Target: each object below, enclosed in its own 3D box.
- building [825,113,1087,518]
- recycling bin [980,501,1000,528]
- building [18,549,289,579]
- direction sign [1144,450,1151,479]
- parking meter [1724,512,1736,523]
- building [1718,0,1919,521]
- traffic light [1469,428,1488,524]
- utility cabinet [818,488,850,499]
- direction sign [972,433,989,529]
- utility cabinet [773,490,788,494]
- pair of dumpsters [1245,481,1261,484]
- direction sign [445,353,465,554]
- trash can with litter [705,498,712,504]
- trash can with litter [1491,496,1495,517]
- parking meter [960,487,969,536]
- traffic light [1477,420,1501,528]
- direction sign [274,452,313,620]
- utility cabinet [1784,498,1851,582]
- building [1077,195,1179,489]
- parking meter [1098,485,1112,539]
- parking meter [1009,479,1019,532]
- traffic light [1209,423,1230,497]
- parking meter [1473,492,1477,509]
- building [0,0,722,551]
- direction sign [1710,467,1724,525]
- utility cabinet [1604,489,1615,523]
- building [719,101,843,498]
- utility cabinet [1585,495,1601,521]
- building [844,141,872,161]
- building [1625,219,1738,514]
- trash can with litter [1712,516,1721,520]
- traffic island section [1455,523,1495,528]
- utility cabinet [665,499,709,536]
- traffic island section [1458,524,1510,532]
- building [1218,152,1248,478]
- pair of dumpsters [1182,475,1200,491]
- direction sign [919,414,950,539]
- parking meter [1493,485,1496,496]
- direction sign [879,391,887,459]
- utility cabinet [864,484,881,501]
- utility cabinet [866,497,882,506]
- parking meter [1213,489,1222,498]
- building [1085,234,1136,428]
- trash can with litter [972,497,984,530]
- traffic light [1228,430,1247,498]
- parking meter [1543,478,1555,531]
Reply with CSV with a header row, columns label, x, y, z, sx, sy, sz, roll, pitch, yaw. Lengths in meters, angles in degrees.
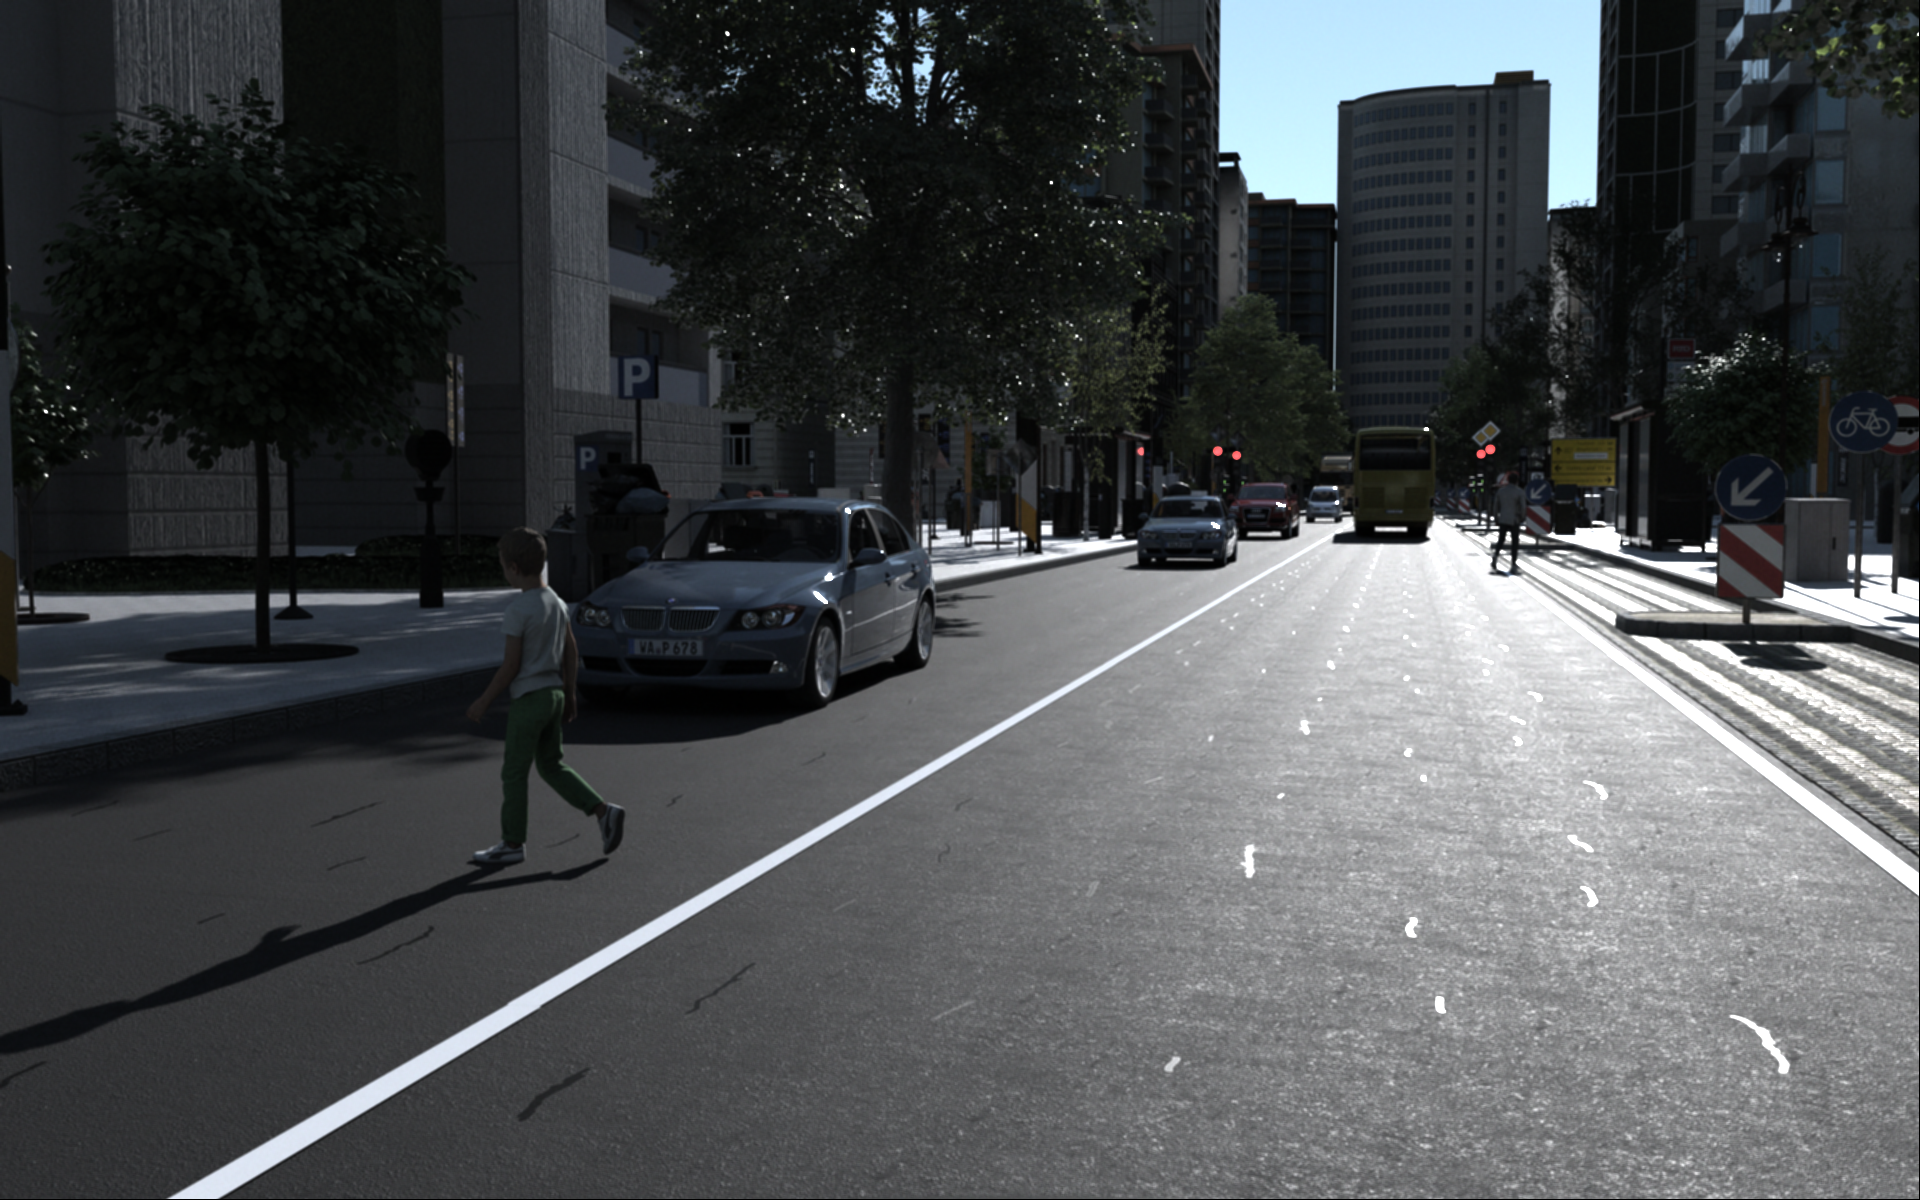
label,x,y,z,sx,sy,sz,roll,pitch,yaw
building,0.577,-16.187,100.821,11.583,22.565,21.152,1,4,14
recycling bin,1.068,-3.231,65.380,0.722,1.027,0.722,-1,4,-17
building,-25.188,-29.072,17.332,21.231,58.520,28.212,1,4,14
direction sign,9.469,-5.984,89.829,0.876,3.537,0.379,2,4,27
parking meter,26.278,-3.097,59.047,0.372,1.533,0.369,0,3,0
building,55.716,-28.698,88.828,30.456,49.044,23.786,1,4,14
traffic light,22.191,-5.199,73.917,0.839,4.253,0.868,1,4,14
utility cabinet,-4.714,-3.422,64.630,1.173,1.500,0.318,-2,4,-24
direction sign,0.665,-4.393,63.820,0.876,3.537,0.379,-1,4,-23
utility cabinet,-9.085,-4.789,86.976,0.318,1.500,1.173,2,4,30
pair of dumpsters,20.890,-7.389,123.302,1.574,2.255,4.437,1,4,14
direction sign,-8.213,-2.216,28.222,0.379,3.537,0.876,0,4,1
trash can with litter,-6.230,-2.084,45.456,1.055,1.170,0.624,0,4,6
trash can with litter,30.548,-5.365,99.102,0.624,1.170,1.055,1,4,20
parking meter,0.194,-2.744,53.268,0.372,1.533,0.369,0,3,0
traffic light,20.212,-4.725,66.180,0.839,4.253,0.868,1,4,14
direction sign,-6.872,-1.575,17.754,0.379,3.537,0.876,1,4,10
utility cabinet,12.650,-0.881,25.566,1.020,1.237,0.306,-1,4,-22
building,10.212,-18.827,137.501,12.332,23.373,15.834,1,4,14
parking meter,4.140,-2.507,49.400,0.372,1.533,0.369,0,3,0
parking meter,1.897,-3.264,59.073,0.399,1.863,0.255,1,4,10
traffic light,10.266,-4.879,68.698,0.839,4.253,0.868,1,4,14
parking meter,43.049,-8.348,144.900,0.372,1.533,0.369,0,3,0
building,-22.316,-31.250,52.929,28.212,58.520,21.231,1,4,14
direction sign,32.090,-4.942,72.804,0.876,3.537,0.379,3,4,39
utility cabinet,28.362,-4.086,75.481,0.318,1.500,1.173,2,4,30
building,-21.948,-16.572,104.240,30.059,22.955,16.112,1,4,14
utility cabinet,30.113,-4.389,82.922,1.020,1.237,0.306,0,4,8
building,-8.281,-34.225,214.209,28.867,44.769,22.147,1,4,14
building,62.638,-16.836,120.310,27.650,21.520,28.899,1,4,14
trash can with litter,37.684,-4.649,87.066,1.678,1.210,2.233,2,4,27
traffic island section,22.227,-3.165,74.021,2.009,0.180,2.903,1,4,14
utility cabinet,-3.817,-0.795,24.152,0.306,1.237,1.020,-2,4,-30
traffic island section,20.248,-2.691,66.284,2.009,0.180,2.903,1,4,14
building,27.444,-32.198,210.035,14.086,41.232,14.154,1,4,14
pair of dumpsters,11.016,-5.141,86.546,1.574,2.255,4.437,1,4,14
direction sign,-0.729,-3.487,49.004,0.876,3.537,0.379,0,4,0
parking meter,34.120,-6.433,110.893,0.255,1.863,0.399,2,4,28
direction sign,-1.481,-2.806,37.868,0.379,3.537,0.876,-3,5,-42
utility cabinet,-1.799,-1.911,39.928,0.318,1.500,1.173,2,4,25
utility cabinet,-1.575,-1.426,34.470,0.306,1.237,1.020,1,4,13
parking meter,11.675,-4.290,78.545,0.372,1.533,0.369,0,3,0
building,6.056,-16.613,120.772,9.793,20.994,18.267,1,4,14
trash can with litter,0.505,-3.064,61.486,0.624,1.170,1.055,0,4,6
traffic light,12.244,-5.353,76.435,0.839,4.253,0.868,1,4,14
parking meter,20.765,-3.385,61.061,0.399,1.863,0.255,2,4,26
